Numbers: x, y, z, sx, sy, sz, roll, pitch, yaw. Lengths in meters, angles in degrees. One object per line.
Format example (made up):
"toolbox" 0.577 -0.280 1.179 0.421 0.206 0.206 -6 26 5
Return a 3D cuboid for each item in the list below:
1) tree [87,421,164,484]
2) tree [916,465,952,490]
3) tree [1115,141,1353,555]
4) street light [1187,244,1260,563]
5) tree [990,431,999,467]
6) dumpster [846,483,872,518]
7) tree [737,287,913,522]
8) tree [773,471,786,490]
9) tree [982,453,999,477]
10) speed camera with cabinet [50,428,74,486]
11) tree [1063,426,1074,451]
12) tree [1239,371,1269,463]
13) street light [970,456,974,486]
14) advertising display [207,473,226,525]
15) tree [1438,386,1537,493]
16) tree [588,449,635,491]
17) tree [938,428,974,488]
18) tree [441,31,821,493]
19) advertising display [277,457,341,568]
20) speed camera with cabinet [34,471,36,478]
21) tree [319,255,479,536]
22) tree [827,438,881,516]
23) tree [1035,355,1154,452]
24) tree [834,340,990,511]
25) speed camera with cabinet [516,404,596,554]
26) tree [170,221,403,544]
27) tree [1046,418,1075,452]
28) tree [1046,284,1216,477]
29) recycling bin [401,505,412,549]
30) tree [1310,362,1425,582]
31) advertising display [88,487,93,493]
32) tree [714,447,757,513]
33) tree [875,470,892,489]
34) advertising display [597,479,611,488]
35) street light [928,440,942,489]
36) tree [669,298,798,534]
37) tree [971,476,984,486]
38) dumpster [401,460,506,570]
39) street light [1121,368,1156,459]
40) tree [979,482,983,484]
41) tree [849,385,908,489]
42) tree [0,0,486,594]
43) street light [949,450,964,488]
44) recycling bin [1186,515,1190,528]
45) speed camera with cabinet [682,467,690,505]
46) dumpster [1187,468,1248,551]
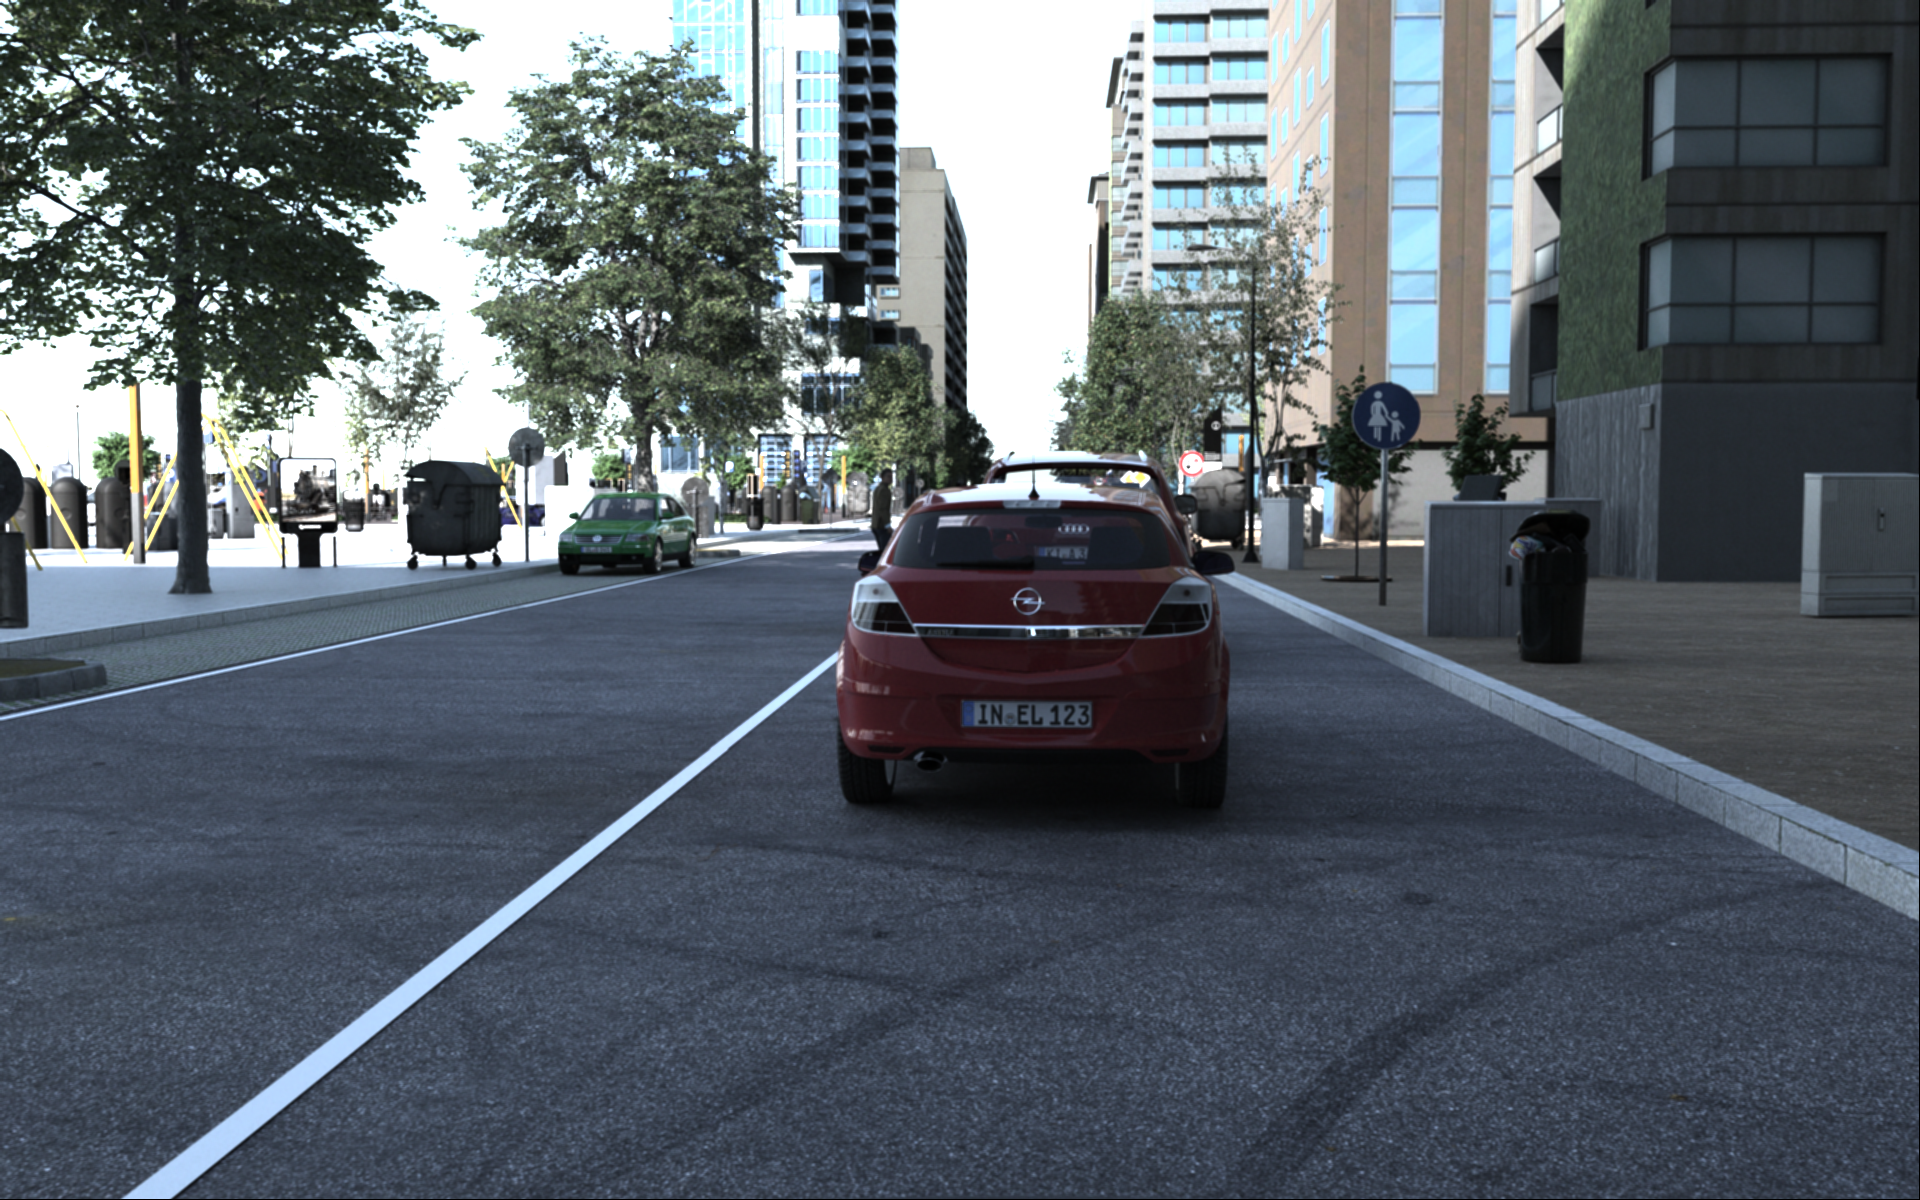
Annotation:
"tree" -37.309 -5.729 77.390 4.285 4.588 4.351 0 3 0
"tree" -2.356 -10.683 158.379 4.285 4.588 4.351 0 3 0
"tree" 6.197 -5.224 35.779 4.360 8.622 3.978 0 3 0
"street light" 4.909 -3.656 32.311 1.470 5.913 1.316 0 4 3
"tree" 0.695 -18.664 222.158 9.611 12.733 9.660 0 3 0
"dumpster" -5.414 -5.311 92.592 1.264 1.857 1.865 0 4 3
"tree" -6.461 -8.829 78.769 8.767 10.594 7.601 0 4 -6
"tree" -12.849 -8.154 127.926 1.663 3.219 1.824 0 3 0
"tree" 4.287 -22.615 304.171 8.767 10.594 7.601 0 4 6
"speed camera with cabinet" -27.084 -3.541 52.236 0.660 3.252 2.038 -2 4 -27
"tree" 12.465 -13.853 176.850 4.737 8.622 4.395 0 3 0
"tree" 18.799 -9.347 103.192 4.737 8.622 4.395 0 3 0
"street light" 0.989 -14.669 212.383 1.470 5.913 1.316 0 4 3
"advertising display" -22.705 -2.918 52.930 0.123 1.923 0.974 3 5 43
"tree" 8.989 -2.192 30.442 1.663 3.219 1.824 0 3 0
"tree" -23.566 -8.180 117.449 4.285 4.588 4.351 0 3 0
"tree" -0.854 -14.681 190.394 4.737 8.622 4.395 0 3 0
"tree" -8.699 -8.575 46.849 9.857 13.997 8.962 0 3 0
"advertising display" -11.376 -1.530 30.230 0.974 1.923 0.123 -2 4 -29
"speed camera with cabinet" -63.892 -7.629 119.066 0.660 3.252 2.038 -3 4 -39
"tree" -17.344 -6.284 53.112 4.360 8.622 3.978 0 3 0
"tree" -6.200 -7.211 101.615 4.285 4.588 4.351 0 3 0
"tree" 11.233 -13.941 138.313 12.009 13.543 11.850 0 3 0
"tree" -4.674 -13.003 129.604 9.611 12.733 9.660 0 3 0
"speed camera with cabinet" -8.822 -2.651 37.675 2.038 3.252 0.660 3 5 40
"tree" -17.370 -5.730 44.047 4.737 8.622 4.395 0 3 0
"tree" 15.064 -19.126 230.829 7.486 12.596 7.792 0 3 0
"tree" 9.505 -10.883 94.942 9.611 12.733 9.660 0 3 0
"recycling bin" -12.666 -1.729 40.826 0.722 1.027 0.722 1 4 14
"tree" 6.007 -1.893 25.560 1.663 3.219 1.824 0 3 0
"advertising display" -75.252 -8.812 149.290 0.974 1.923 0.123 -1 4 -13
"tree" -15.538 -8.347 120.192 4.285 4.588 4.351 0 3 0
"tree" -6.552 -11.564 139.439 4.360 8.622 3.978 0 3 0
"advertising display" -15.588 -4.323 75.896 0.123 1.923 0.974 1 4 19
"street light" -2.155 -10.791 148.969 1.470 5.913 1.316 0 4 3
"tree" -7.626 -6.477 56.269 4.737 8.622 4.395 0 3 0
"tree" 2.953 -17.641 272.139 4.285 4.588 4.351 0 3 0
"dumpster" -8.755 -1.481 29.980 1.264 1.857 1.865 0 4 3
"street light" 6.655 -5.594 64.010 1.470 5.913 1.316 0 4 3
"tree" 1.599 -17.753 240.627 4.737 8.622 4.395 0 3 0
"tree" -5.242 -10.044 114.577 4.737 8.622 4.395 0 3 0
"tree" -10.168 -6.382 22.471 7.486 12.596 7.792 0 3 0
"street light" -0.601 -12.730 180.677 1.470 5.913 1.316 0 4 3
"recycling bin" 8.339 -3.176 64.481 0.722 1.027 0.722 1 4 18
"speed camera with cabinet" -19.597 -8.104 126.831 0.660 3.252 2.038 2 4 25
"dumpster" 5.956 -2.095 40.004 1.264 1.857 1.865 0 4 3
